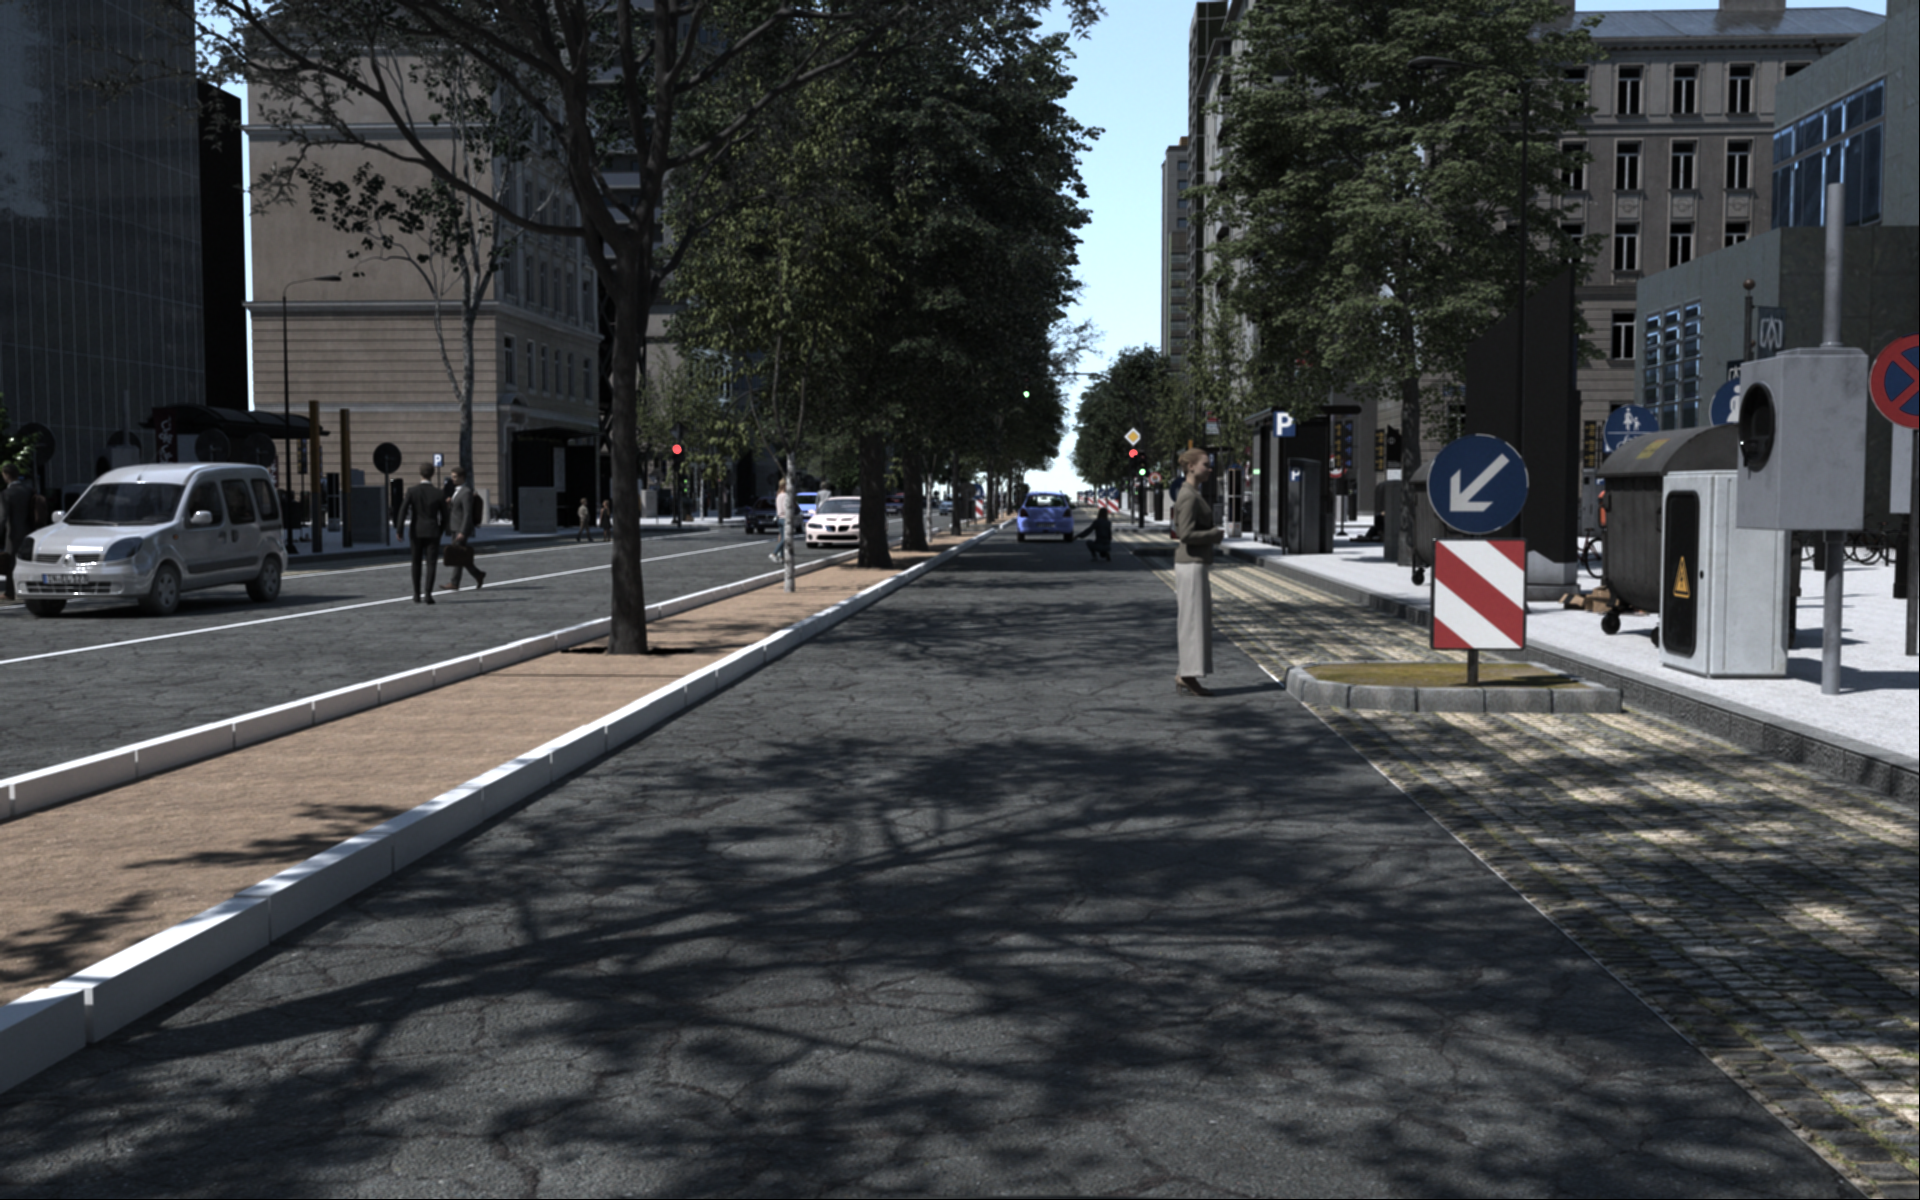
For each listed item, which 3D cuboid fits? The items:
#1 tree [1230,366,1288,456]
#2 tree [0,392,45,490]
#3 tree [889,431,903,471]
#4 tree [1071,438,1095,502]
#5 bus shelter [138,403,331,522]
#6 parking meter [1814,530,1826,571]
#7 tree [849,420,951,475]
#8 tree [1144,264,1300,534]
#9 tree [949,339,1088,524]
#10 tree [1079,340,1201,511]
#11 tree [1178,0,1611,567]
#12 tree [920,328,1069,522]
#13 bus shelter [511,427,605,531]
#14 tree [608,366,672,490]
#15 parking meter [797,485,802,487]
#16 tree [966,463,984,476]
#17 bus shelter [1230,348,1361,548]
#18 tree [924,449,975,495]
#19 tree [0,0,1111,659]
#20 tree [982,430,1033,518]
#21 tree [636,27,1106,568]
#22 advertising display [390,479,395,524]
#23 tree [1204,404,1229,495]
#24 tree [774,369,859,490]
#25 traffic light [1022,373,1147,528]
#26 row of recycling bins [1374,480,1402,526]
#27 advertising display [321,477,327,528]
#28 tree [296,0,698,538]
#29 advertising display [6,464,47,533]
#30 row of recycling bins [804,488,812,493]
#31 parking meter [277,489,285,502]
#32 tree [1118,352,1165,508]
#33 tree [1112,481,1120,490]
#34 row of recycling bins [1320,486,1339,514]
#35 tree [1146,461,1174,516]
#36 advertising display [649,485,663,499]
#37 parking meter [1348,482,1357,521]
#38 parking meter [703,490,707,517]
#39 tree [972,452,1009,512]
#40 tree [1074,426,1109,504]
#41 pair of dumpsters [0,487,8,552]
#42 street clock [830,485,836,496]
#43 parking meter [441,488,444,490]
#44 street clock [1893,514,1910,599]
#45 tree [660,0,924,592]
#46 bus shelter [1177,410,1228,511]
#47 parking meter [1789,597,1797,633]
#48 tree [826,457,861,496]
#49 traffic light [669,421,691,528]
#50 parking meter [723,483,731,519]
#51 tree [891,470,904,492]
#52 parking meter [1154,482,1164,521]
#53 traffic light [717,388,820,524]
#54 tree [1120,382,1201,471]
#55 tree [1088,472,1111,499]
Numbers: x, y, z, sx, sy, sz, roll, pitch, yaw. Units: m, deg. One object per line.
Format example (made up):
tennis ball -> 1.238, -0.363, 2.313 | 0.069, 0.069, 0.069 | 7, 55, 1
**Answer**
tree -> 18.235, -9.150, 99.971 | 4.360, 8.622, 3.978 | 0, 3, 0
tree -> -15.778, -2.064, 28.345 | 1.663, 3.219, 1.824 | 0, 3, 0
tree -> -4.557, -18.439, 219.600 | 7.486, 12.596, 7.792 | 0, 3, 0
tree -> 21.447, -21.332, 274.534 | 9.928, 11.665, 9.643 | 0, 3, 0
bus shelter -> -17.163, -2.904, 41.403 | 2.014, 3.302, 5.546 | 0, 4, 3
parking meter -> 14.501, -1.420, 28.926 | 0.399, 1.863, 0.255 | 0, 4, 1
tree -> -7.274, -14.473, 162.390 | 9.928, 11.665, 9.643 | 0, 3, 0
tree -> 8.681, -6.421, 55.350 | 4.737, 8.622, 4.395 | 0, 3, 0
tree -> 1.286, -8.731, 79.617 | 8.767, 10.594, 7.601 | 0, 4, 3
tree -> 13.625, -12.960, 128.900 | 9.611, 12.733, 9.660 | 0, 3, 0
tree -> 7.582, -6.869, 30.439 | 7.486, 12.596, 7.792 | 0, 3, 0
tree -> 1.613, -10.189, 87.179 | 7.486, 12.596, 7.792 | 0, 3, 0
bus shelter -> -14.644, -4.414, 63.458 | 1.731, 3.624, 6.357 | 0, 4, 4
tree -> -18.384, -9.136, 99.731 | 4.360, 8.622, 3.978 | 0, 3, 0
parking meter -> -10.651, -6.644, 114.342 | 0.255, 1.863, 0.399 | 2, 4, 30
tree -> 0.807, -22.865, 299.594 | 9.928, 11.665, 9.643 | 0, 3, 0
bus shelter -> 8.667, -4.132, 45.184 | 2.179, 5.291, 8.768 | 0, 4, 3
tree -> -1.752, -21.420, 267.226 | 9.611, 12.733, 9.660 | 0, 3, 0
tree -> -3.001, -6.265, 15.264 | 12.009, 13.543, 11.850 | 0, 3, 0
tree -> 2.504, -9.175, 102.838 | 4.360, 8.622, 3.978 | 0, 3, 0
tree -> -1.657, -7.588, 33.173 | 9.857, 13.997, 8.962 | 0, 3, 0
advertising display -> -24.473, -4.287, 75.305 | 0.123, 1.923, 0.974 | 0, 4, 8
tree -> 20.647, -11.409, 136.894 | 4.360, 8.622, 3.978 | 0, 3, 0
tree -> -10.241, -12.930, 129.528 | 7.486, 12.596, 7.792 | 0, 3, 0
traffic light -> 4.699, -5.522, 64.948 | 4.771, 5.953, 1.251 | 0, 4, 3
row of recycling bins -> 12.591, -2.624, 50.009 | 1.069, 1.692, 3.534 | 0, 4, 5
advertising display -> -24.253, -3.702, 65.747 | 0.123, 1.923, 0.974 | 1, 4, 19
tree -> -13.812, -11.988, 51.898 | 12.611, 20.169, 13.585 | 0, 3, 0
advertising display -> -17.363, -1.635, 31.947 | 0.974, 1.923, 0.123 | 0, 4, 2
row of recycling bins -> -11.442, -7.003, 121.606 | 1.069, 1.692, 3.534 | -2, 4, -31
parking meter -> -32.174, -4.507, 82.096 | 0.372, 1.533, 0.369 | 0, 3, 0
tree -> 14.595, -15.179, 154.827 | 9.857, 13.997, 8.962 | 0, 3, 0
tree -> 15.471, -10.406, 164.741 | 1.663, 3.219, 1.824 | 0, 3, 0
row of recycling bins -> 18.058, -4.940, 87.877 | 3.534, 1.692, 1.069 | -3, 5, -43
tree -> 11.701, -6.484, 100.607 | 1.663, 3.219, 1.824 | 0, 3, 0
advertising display -> -21.887, -7.301, 124.589 | 0.974, 1.923, 0.123 | -1, 4, -14
parking meter -> 18.790, -4.719, 82.861 | 0.399, 1.863, 0.255 | -3, 5, -40
parking meter -> -14.487, -5.481, 98.022 | 0.372, 1.533, 0.369 | 0, 3, 0
tree -> -0.923, -5.983, 50.643 | 4.737, 8.622, 4.395 | 0, 3, 0
tree -> 19.499, -19.824, 242.254 | 7.486, 12.596, 7.792 | 0, 3, 0
pair of dumpsters -> -17.928, -1.634, 29.212 | 1.574, 2.255, 4.437 | 0, 4, 3
street clock -> -10.025, -8.073, 136.566 | 0.471, 2.002, 0.358 | 3, 4, 38
parking meter -> -19.362, -3.476, 65.237 | 0.372, 1.533, 0.369 | 0, 3, 0
street clock -> 11.601, -1.019, 21.225 | 0.358, 2.002, 0.471 | 1, 4, 10
tree -> -2.499, -4.422, 25.117 | 4.737, 8.622, 4.395 | 0, 3, 0
bus shelter -> 11.317, -6.320, 80.961 | 2.179, 5.291, 8.768 | 0, 4, 3
parking meter -> 7.382, -0.445, 15.684 | 0.372, 1.533, 0.369 | 0, 3, 0
tree -> -9.256, -9.621, 141.012 | 4.285, 4.588, 4.351 | 0, 3, 0
traffic light -> -10.689, -4.714, 65.986 | 0.839, 4.253, 0.868 | 0, 4, 3
parking meter -> -12.232, -5.213, 90.940 | 0.399, 1.863, 0.255 | -3, 5, -40
tree -> -5.918, -12.640, 190.377 | 4.285, 4.588, 4.351 | 0, 3, 0
parking meter -> 9.512, -4.714, 82.792 | 0.255, 1.863, 0.399 | -3, 5, -41
traffic light -> -8.121, -6.067, 73.869 | 4.771, 5.953, 1.251 | 0, 4, 3
tree -> 12.659, -9.900, 112.226 | 4.360, 8.622, 3.978 | 0, 3, 0
tree -> 17.740, -16.609, 205.966 | 7.601, 10.594, 8.767 | 2, 4, 24
